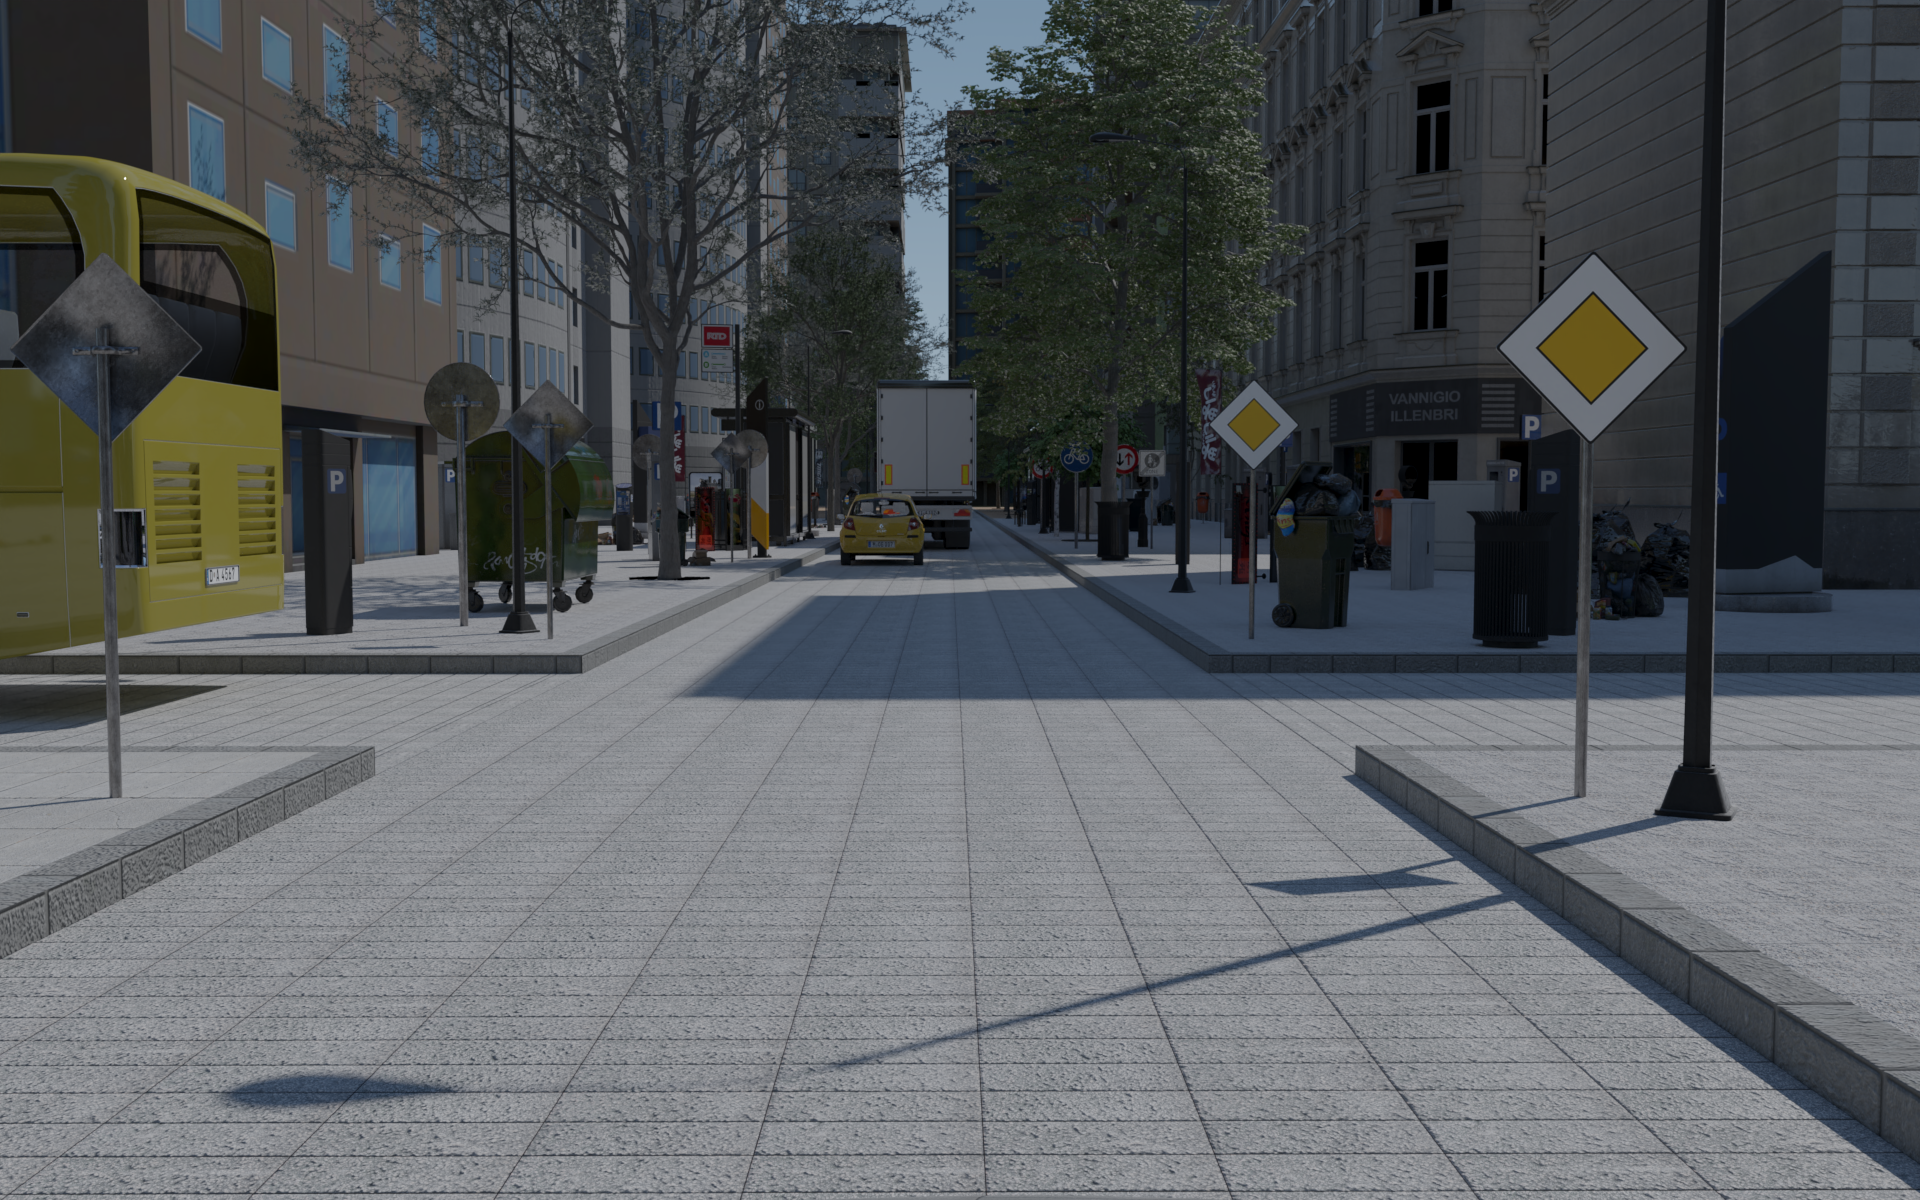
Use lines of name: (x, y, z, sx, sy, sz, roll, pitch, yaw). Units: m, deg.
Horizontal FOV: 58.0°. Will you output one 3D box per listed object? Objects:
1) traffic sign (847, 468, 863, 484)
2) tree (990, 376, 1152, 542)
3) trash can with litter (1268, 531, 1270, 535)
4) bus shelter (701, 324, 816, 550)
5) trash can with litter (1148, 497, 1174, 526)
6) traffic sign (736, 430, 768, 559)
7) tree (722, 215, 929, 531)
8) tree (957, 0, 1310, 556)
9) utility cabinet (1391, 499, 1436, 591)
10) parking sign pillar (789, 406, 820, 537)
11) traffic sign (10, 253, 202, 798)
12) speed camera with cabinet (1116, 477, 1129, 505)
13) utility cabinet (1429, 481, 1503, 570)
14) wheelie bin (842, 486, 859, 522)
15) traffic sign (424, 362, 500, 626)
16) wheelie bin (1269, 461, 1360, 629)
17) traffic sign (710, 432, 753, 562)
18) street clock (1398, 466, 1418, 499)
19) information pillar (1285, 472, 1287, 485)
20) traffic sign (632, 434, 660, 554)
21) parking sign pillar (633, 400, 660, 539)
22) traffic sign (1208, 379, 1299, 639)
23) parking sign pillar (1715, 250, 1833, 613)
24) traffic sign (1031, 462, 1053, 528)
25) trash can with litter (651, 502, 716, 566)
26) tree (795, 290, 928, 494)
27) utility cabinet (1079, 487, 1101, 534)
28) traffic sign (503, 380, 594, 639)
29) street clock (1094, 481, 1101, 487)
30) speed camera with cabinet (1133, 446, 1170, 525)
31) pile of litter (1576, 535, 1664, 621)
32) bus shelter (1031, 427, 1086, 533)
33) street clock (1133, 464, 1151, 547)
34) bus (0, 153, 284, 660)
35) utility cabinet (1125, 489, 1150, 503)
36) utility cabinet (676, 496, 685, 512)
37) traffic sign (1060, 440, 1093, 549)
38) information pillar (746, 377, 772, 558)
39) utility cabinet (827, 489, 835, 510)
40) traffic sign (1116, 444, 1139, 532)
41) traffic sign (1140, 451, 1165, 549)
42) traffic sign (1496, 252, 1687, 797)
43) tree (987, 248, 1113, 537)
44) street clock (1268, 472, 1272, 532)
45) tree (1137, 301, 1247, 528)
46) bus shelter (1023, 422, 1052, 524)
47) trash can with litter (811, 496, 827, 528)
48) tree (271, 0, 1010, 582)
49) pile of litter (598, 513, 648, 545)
traffic sign: (-5.132, -5.160, 84.469, 0.768, 2.556, 0.104, 0, 4, 1)
tree: (3.540, -3.876, 47.089, 4.285, 4.588, 4.351, 0, 3, 0)
trash can with litter: (9.974, -2.667, 54.655, 1.678, 1.210, 2.233, -2, 4, -33)
bus shelter: (-5.038, -4.035, 43.608, 2.179, 5.291, 8.768, 0, 4, -1)
trash can with litter: (8.130, -3.584, 69.986, 1.055, 1.170, 0.624, 1, 4, 12)
traffic sign: (-4.178, -2.091, 34.296, 0.768, 2.556, 0.104, 1, 4, 9)
tree: (-4.639, -7.618, 58.969, 8.767, 10.594, 7.601, 2, 4, 31)
tree: (3.491, -7.194, 35.752, 7.486, 12.596, 7.792, 0, 3, 0)
utility cabinet: (6.146, -0.752, 23.459, 0.306, 1.237, 1.020, 2, 4, 32)
parking sign pillar: (-4.985, -3.911, 52.416, 1.447, 3.967, 1.447, -2, 4, -26)
traffic sign: (-3.567, -0.221, 7.262, 0.795, 2.450, 0.064, 0, 4, 0)
speed camera with cabinet: (8.837, -5.860, 90.154, 2.038, 3.252, 0.660, -3, 5, -44)
utility cabinet: (8.419, -1.235, 28.873, 1.173, 1.500, 0.318, 3, 5, 42)
wheelie bin: (-4.264, -3.663, 67.795, 0.693, 1.594, 0.980, 0, 4, 1)
traffic sign: (-4.815, -1.017, 16.737, 0.768, 2.556, 0.104, 0, 4, 7)
wheelie bin: (3.442, -0.539, 16.716, 0.693, 1.594, 0.980, 3, 4, 38)
traffic sign: (-4.273, -1.910, 32.422, 0.795, 2.450, 0.064, 0, 4, 1)
street clock: (11.455, -2.432, 44.341, 0.471, 2.002, 0.358, -2, 4, -32)
information pillar: (10.978, -3.236, 57.407, 0.304, 2.012, 0.304, -2, 4, -26)
traffic sign: (-6.605, -2.245, 36.805, 0.768, 2.556, 0.104, 0, 4, 6)
parking sign pillar: (-8.973, -3.773, 50.167, 1.447, 3.967, 1.447, 1, 4, 17)
traffic sign: (2.576, -0.711, 15.266, 0.795, 2.450, 0.064, 0, 4, 0)
parking sign pillar: (8.946, -1.882, 19.243, 1.447, 3.967, 1.447, -1, 4, -17)
traffic sign: (2.696, -3.476, 56.935, 0.768, 2.556, 0.104, 0, 4, 2)
trash can with litter: (-4.935, -1.193, 30.895, 1.055, 1.170, 0.624, -2, 4, -35)
tree: (-4.818, -10.511, 89.978, 7.486, 12.596, 7.792, 0, 3, 0)
utility cabinet: (4.178, -2.874, 55.671, 0.318, 1.500, 1.173, -1, 4, -17)
traffic sign: (-3.618, -0.710, 15.247, 0.795, 2.450, 0.064, 0, 4, 0)
street clock: (6.769, -5.008, 86.457, 0.471, 2.002, 0.358, -2, 4, -32)
speed camera with cabinet: (7.908, -4.721, 71.523, 0.660, 3.252, 2.038, -2, 4, -25)
pile of litter: (6.653, -0.255, 18.139, 1.719, 0.858, 1.176, -1, 4, -21)
bus shelter: (3.453, -4.228, 60.411, 1.731, 3.624, 6.357, 0, 4, 0)
street clock: (4.415, -2.275, 41.765, 0.358, 2.002, 0.471, -3, 5, -45)
bus: (-11.209, -1.239, 11.811, 12.252, 3.916, 2.896, 0, 4, -1)
utility cabinet: (8.050, -4.290, 78.826, 1.173, 1.500, 0.318, 0, 4, -5)
utility cabinet: (-9.337, -2.744, 56.019, 1.020, 1.237, 0.306, 3, 5, 42)
traffic sign: (2.734, -2.480, 40.659, 0.768, 2.556, 0.104, 0, 4, 4)
information pillar: (-4.060, -2.659, 34.828, 0.504, 3.616, 0.183, 2, 4, 27)
utility cabinet: (-5.491, -3.993, 73.962, 0.318, 1.500, 1.173, 0, 4, -2)
traffic sign: (4.196, -2.704, 44.318, 0.768, 2.556, 0.104, 0, 4, 3)
traffic sign: (4.478, -2.343, 40.430, 0.606, 2.300, 0.079, 0, 4, 3)
traffic sign: (2.627, -0.223, 7.281, 0.795, 2.450, 0.064, 0, 4, 0)
tree: (2.872, -6.236, 52.315, 4.737, 8.622, 4.395, 0, 3, 0)
street clock: (10.244, -3.246, 57.635, 0.358, 2.002, 0.471, 0, 4, 2)
tree: (8.575, -6.981, 64.499, 4.360, 8.622, 3.978, 0, 3, 0)
bus shelter: (4.026, -6.181, 78.697, 2.179, 5.291, 8.768, 0, 4, 0)
trash can with litter: (-5.621, -3.332, 65.528, 1.678, 1.210, 2.233, 0, 3, 0)
tree: (-4.393, -7.051, 25.654, 12.009, 13.543, 11.850, 0, 3, 0)
pile of litter: (-8.732, -1.829, 43.863, 1.719, 0.858, 1.176, -1, 4, -15)
